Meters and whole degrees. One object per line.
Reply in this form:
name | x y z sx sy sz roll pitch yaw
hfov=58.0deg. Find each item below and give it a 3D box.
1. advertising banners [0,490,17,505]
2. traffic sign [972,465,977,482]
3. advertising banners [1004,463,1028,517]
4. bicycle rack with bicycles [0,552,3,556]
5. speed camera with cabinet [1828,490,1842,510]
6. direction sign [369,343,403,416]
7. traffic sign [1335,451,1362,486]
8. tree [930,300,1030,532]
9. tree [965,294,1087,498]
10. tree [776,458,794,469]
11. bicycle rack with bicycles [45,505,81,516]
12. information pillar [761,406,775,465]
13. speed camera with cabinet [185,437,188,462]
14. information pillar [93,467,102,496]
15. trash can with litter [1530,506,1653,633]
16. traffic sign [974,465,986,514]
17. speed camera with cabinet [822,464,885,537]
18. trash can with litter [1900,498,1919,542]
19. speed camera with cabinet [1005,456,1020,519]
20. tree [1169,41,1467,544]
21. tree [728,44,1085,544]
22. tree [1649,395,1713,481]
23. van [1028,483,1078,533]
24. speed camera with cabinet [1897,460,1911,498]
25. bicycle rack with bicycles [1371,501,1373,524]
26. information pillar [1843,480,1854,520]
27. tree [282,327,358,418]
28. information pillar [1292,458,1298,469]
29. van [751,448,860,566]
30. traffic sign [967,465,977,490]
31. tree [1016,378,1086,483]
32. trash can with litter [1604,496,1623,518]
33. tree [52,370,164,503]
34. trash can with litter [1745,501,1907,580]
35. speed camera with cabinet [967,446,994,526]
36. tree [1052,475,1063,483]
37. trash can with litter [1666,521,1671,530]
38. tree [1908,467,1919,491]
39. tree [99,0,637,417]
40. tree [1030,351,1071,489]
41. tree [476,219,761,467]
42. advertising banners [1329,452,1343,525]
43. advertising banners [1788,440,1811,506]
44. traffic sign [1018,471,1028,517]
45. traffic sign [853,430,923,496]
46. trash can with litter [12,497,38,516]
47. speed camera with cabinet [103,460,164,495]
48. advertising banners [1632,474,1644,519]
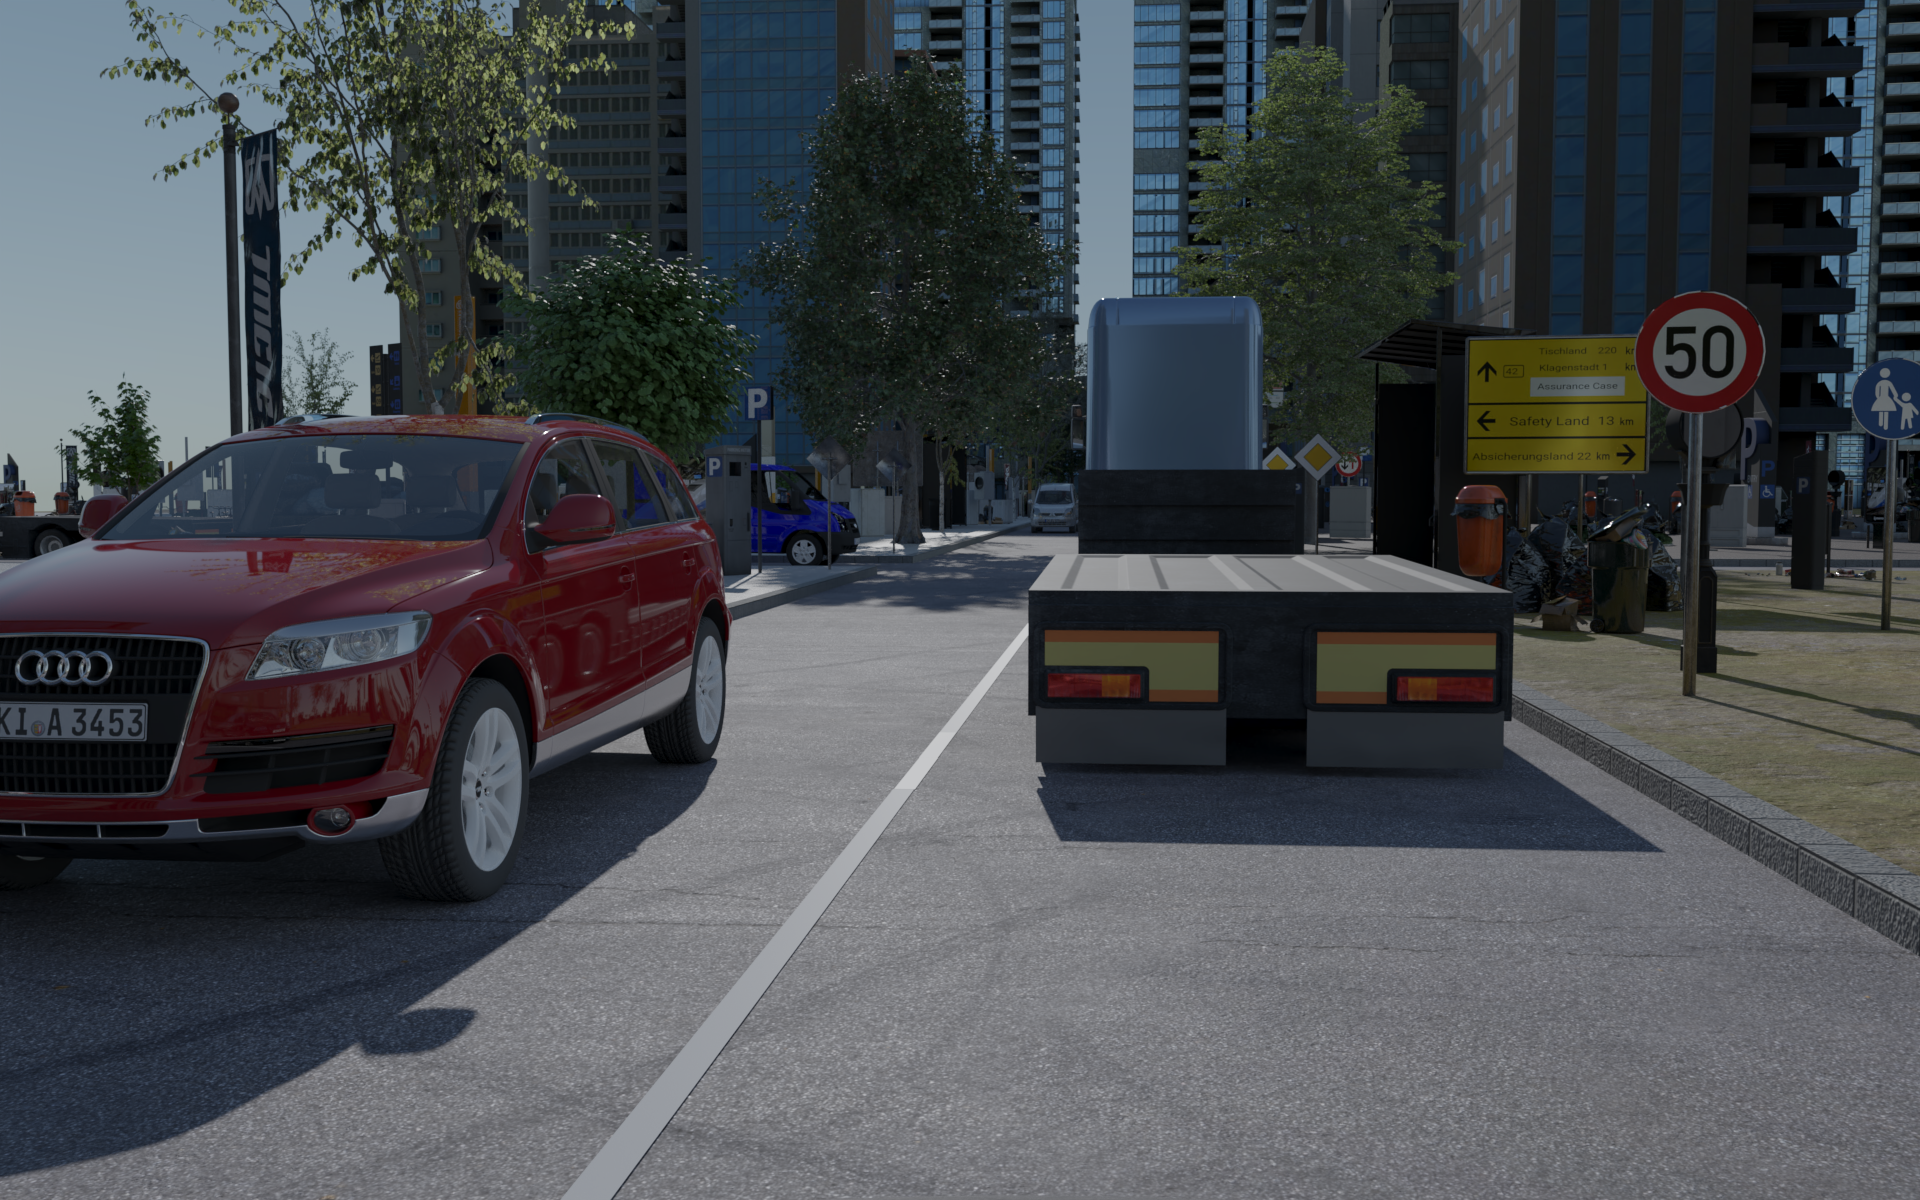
advertising banners | -41.680 -4.844 75.388 2.074 3.025 0.090 1 4 11
traffic sign | 0.712 -4.701 76.868 0.884 2.594 0.081 1 4 11
advertising banners | 3.180 -6.233 98.099 0.090 3.025 2.074 -3 5 -41
bicycle rack with bicycles | -6.896 0.161 10.743 2.852 0.926 2.925 2 4 25
speed camera with cabinet | 39.981 -5.256 80.276 0.660 3.252 2.038 -1 4 -9
direction sign | -8.684 -2.097 26.279 0.876 3.537 0.379 3 5 41
traffic sign | 11.467 -3.123 51.163 0.768 2.556 0.104 1 4 8
tree | -0.376 -6.609 58.419 4.737 8.622 4.395 0 3 0
tree | 4.764 -11.918 105.230 12.009 13.543 11.850 0 3 0
tree | -9.580 -6.046 93.457 1.663 3.219 1.824 0 3 0
bicycle rack with bicycles | -29.373 -2.805 59.242 2.925 0.926 2.852 0 4 8
information pillar | -4.260 -2.881 38.453 0.183 3.616 0.504 -2 4 -35
speed camera with cabinet | -26.031 -4.020 60.061 2.038 3.252 0.660 0 4 4
information pillar | -52.842 -7.016 106.072 0.504 3.616 0.183 -1 4 -14
trash can with litter | 5.869 -0.288 16.099 1.055 1.170 0.624 2 4 31
traffic sign | 0.816 -4.668 76.432 0.768 2.556 0.104 1 4 12
speed camera with cabinet | -3.185 -3.520 51.885 2.038 3.252 0.660 -3 5 -44
trash can with litter | 25.495 -2.111 45.903 1.055 1.170 0.624 -2 4 -29
speed camera with cabinet | 2.685 -5.842 89.847 0.660 3.252 2.038 0 4 -4
tree | 8.994 -7.735 44.587 7.486 12.596 7.792 0 3 0
tree | -1.315 -7.814 44.769 9.611 12.733 9.660 0 3 0
tree | 27.615 -7.087 66.235 4.737 8.622 4.395 0 3 0
van | 3.573 -3.526 64.655 2.013 2.044 4.112 0 4 7
speed camera with cabinet | 53.527 -6.422 99.339 2.038 3.252 0.660 -1 4 -12
bicycle rack with bicycles | 17.924 -3.782 75.214 2.852 0.926 2.925 -3 5 -40
information pillar | 44.863 -5.074 87.448 0.304 2.012 0.304 -1 4 -15
tree | -28.526 -7.673 75.812 4.737 8.622 4.395 0 3 0
information pillar | 19.950 -6.865 103.599 0.504 3.616 0.183 2 4 27
van | -4.572 -1.799 33.791 5.245 2.365 2.240 0 4 7
traffic sign | 0.350 -4.611 75.502 0.768 2.556 0.104 1 4 12
tree | 7.406 -12.207 134.002 8.767 10.594 7.601 3 5 44
trash can with litter | 19.055 -2.484 51.676 2.233 1.210 1.678 1 4 13
tree | -13.005 -1.993 27.193 1.663 3.219 1.824 0 3 0
trash can with litter | 13.420 -0.954 26.656 1.678 1.210 2.233 -1 4 -22
speed camera with cabinet | 0.573 -4.698 71.155 0.660 3.252 2.038 -3 4 -37
tree | 8.733 -9.698 153.171 1.663 3.219 1.824 0 3 0
trash can with litter | 25.852 -3.111 62.248 1.055 1.170 0.624 -2 4 -34
tree | 36.185 -4.270 64.408 1.663 3.219 1.824 0 3 0
tree | -4.566 -3.921 14.474 4.360 8.622 3.978 0 3 0
tree | 2.519 -8.072 82.331 4.737 8.622 4.395 0 3 0
tree | -4.080 -2.271 20.846 4.285 4.588 4.351 0 3 0
advertising banners | 15.439 -4.570 70.907 0.090 3.025 2.074 2 4 27
advertising banners | 27.739 -3.733 57.219 0.090 3.025 2.074 1 4 9
traffic sign | 3.493 -5.828 95.397 0.768 2.556 0.104 1 4 12
traffic sign | -2.317 -3.769 55.500 2.265 3.308 0.079 0 4 6
trash can with litter | -50.989 -5.091 94.302 2.233 1.210 1.678 0 4 -3
speed camera with cabinet | -20.779 -3.012 43.585 0.660 3.252 2.038 0 4 3
advertising banners | 24.190 -4.016 61.843 0.090 3.025 2.074 1 4 11
